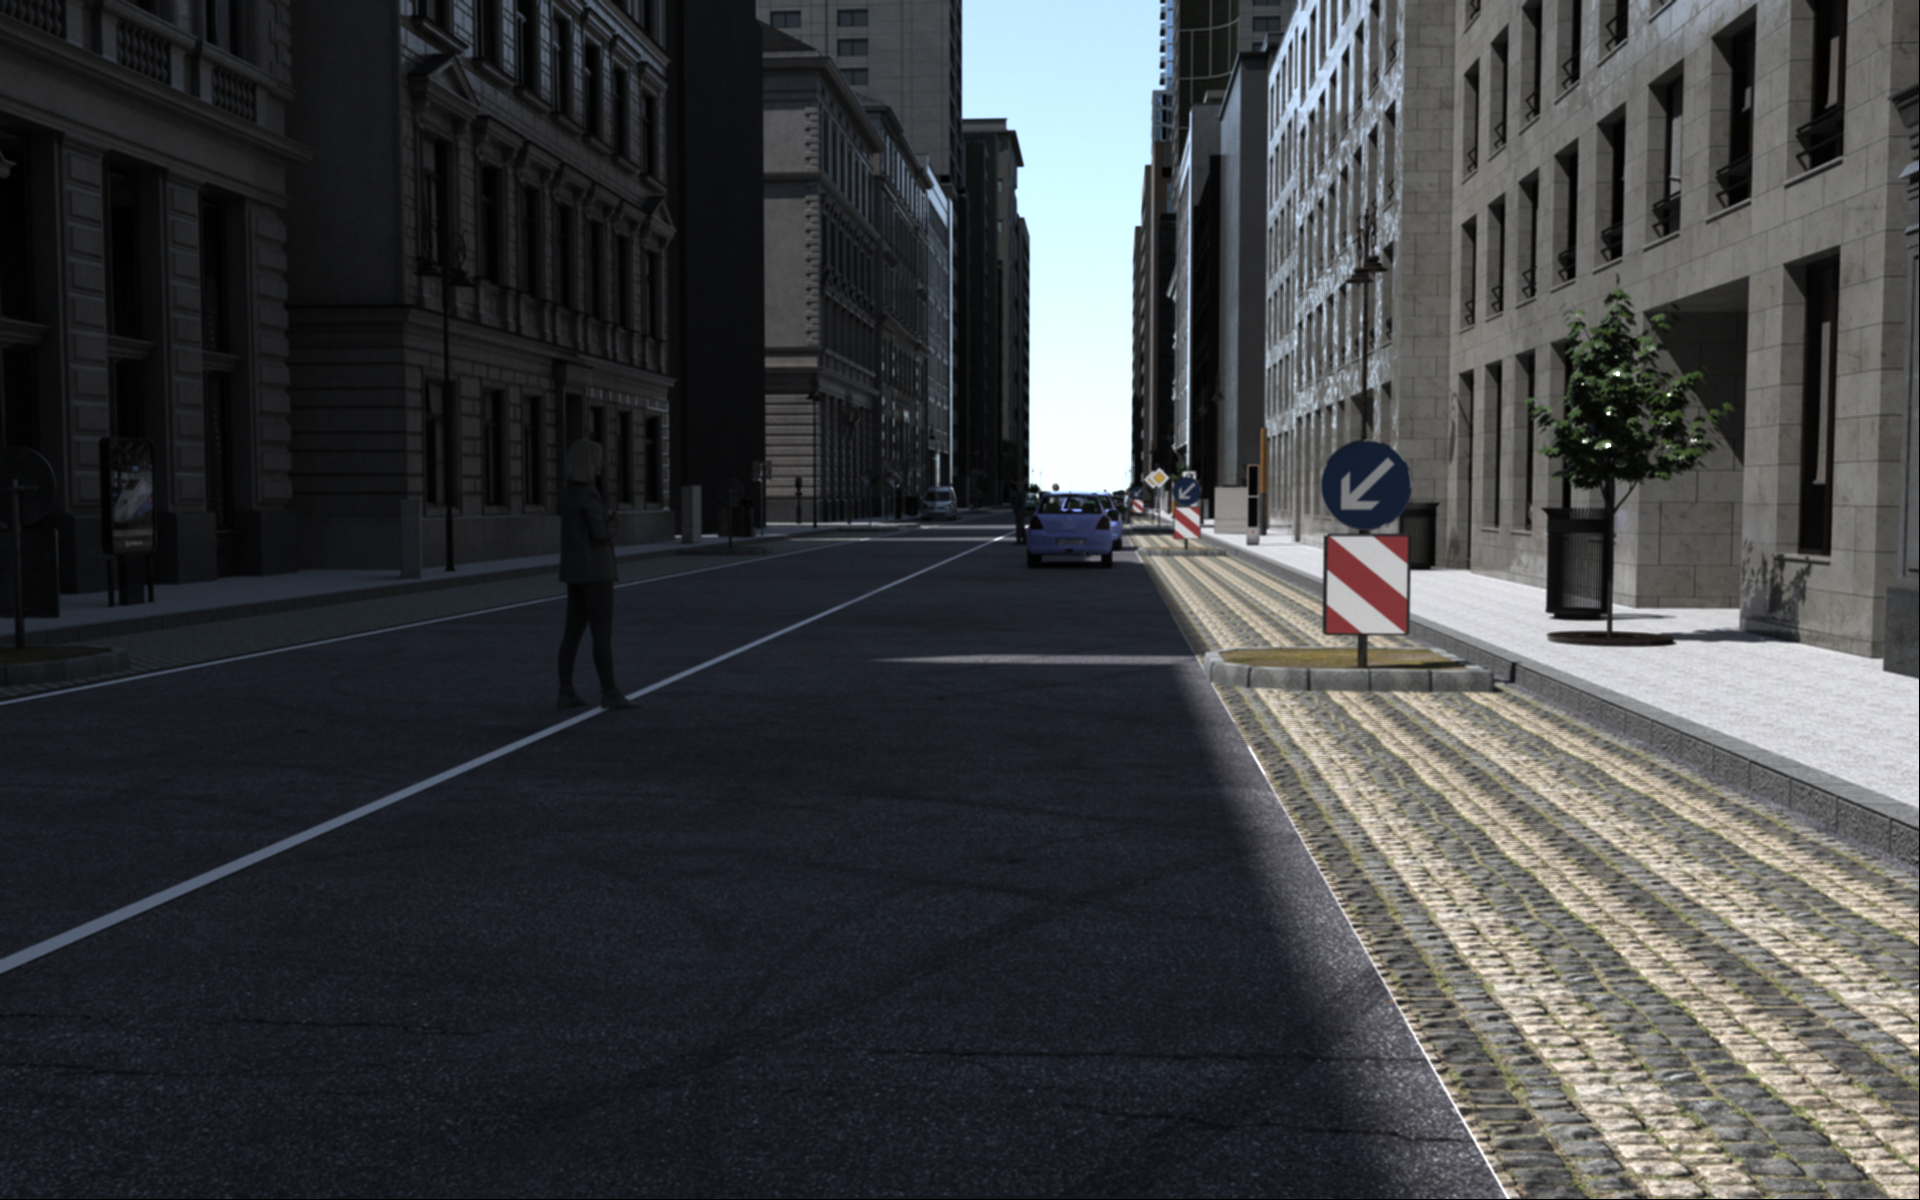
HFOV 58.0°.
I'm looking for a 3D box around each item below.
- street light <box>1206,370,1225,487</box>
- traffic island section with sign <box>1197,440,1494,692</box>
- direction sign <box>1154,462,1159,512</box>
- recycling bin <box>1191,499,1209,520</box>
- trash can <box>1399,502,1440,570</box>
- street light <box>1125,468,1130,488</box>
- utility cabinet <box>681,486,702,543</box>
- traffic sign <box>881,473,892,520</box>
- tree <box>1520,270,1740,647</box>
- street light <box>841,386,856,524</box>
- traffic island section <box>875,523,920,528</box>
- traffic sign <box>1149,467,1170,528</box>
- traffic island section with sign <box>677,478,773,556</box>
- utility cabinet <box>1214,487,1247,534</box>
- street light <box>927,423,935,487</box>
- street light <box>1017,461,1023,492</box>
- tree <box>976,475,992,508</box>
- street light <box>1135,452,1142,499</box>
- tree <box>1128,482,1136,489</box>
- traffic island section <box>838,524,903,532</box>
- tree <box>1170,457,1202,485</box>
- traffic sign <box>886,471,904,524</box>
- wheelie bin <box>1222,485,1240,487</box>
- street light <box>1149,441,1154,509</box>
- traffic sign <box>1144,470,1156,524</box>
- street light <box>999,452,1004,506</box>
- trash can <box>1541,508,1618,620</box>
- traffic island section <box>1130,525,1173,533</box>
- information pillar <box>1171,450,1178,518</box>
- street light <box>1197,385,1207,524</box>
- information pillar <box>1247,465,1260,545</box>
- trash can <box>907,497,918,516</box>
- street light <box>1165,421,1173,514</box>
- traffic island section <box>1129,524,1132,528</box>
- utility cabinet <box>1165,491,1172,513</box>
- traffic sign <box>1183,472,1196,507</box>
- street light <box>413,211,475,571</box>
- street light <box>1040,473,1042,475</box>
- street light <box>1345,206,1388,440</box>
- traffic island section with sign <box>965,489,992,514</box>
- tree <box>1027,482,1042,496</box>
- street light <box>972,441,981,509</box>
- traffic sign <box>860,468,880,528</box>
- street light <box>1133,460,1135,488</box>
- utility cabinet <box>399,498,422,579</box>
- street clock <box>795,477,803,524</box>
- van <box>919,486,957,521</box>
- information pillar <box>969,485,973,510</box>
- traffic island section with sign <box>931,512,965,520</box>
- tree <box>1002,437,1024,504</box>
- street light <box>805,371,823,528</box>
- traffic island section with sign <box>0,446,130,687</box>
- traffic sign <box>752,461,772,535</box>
[{"bbox_3d":[9.570,-5.609,64.491,0.468,5.910,1.993,0,4,5],"label":"street light"},{"bbox_3d":[2.922,-0.294,13.438,1.989,1.847,2.006,0,4,5],"label":"traffic island section with sign"},{"bbox_3d":[13.989,-8.019,123.101,0.379,3.537,0.876,-1,4,-12],"label":"direction sign"},{"bbox_3d":[12.106,-4.582,87.476,0.722,1.027,0.722,-1,4,-16],"label":"recycling bin"},{"bbox_3d":[7.788,-1.091,29.488,0.748,1.137,0.748,0,3,0],"label":"trash can"},{"bbox_3d":[26.402,-18.154,269.610,0.468,5.910,1.993,0,4,5],"label":"street light"},{"bbox_3d":[-7.026,-2.236,45.243,0.318,1.500,1.173,0,4,3],"label":"utility cabinet"},{"bbox_3d":[-3.564,-5.031,84.386,0.606,2.300,0.079,1,4,13],"label":"traffic sign"},{"bbox_3d":[5.529,-1.243,14.920,1.663,3.219,1.824,0,3,0],"label":"tree"},{"bbox_3d":[-4.761,-6.207,74.272,0.468,5.910,1.993,0,4,5],"label":"street light"},{"bbox_3d":[-2.795,-3.163,74.000,2.009,0.180,2.903,0,4,5],"label":"traffic island section"},{"bbox_3d":[7.480,-3.757,65.064,0.795,2.450,0.064,0,4,5],"label":"traffic sign"},{"bbox_3d":[-5.499,-1.983,41.053,1.989,1.847,2.006,0,4,5],"label":"traffic island section with sign"},{"bbox_3d":[8.786,-2.871,55.625,1.173,1.500,0.318,1,4,22],"label":"utility cabinet"},{"bbox_3d":[-1.785,-8.456,111.051,0.468,5.910,1.993,0,4,5],"label":"street light"},{"bbox_3d":[8.319,-15.942,233.439,0.468,5.910,1.993,0,4,5],"label":"street light"},{"bbox_3d":[1.877,-9.958,157.411,1.663,3.219,1.824,0,3,0],"label":"tree"},{"bbox_3d":[19.407,-13.053,186.203,0.468,5.910,1.993,0,4,5],"label":"street light"},{"bbox_3d":[24.706,-15.529,248.493,1.663,3.219,1.824,0,3,0],"label":"tree"},{"bbox_3d":[-3.450,-2.677,66.042,2.009,0.180,2.903,0,4,5],"label":"traffic island section"},{"bbox_3d":[11.700,-5.819,89.745,1.663,3.219,1.824,0,3,0],"label":"tree"},{"bbox_3d":[-2.771,-4.299,73.937,0.795,2.450,0.064,0,4,5],"label":"traffic sign"},{"bbox_3d":[9.680,-3.292,61.729,0.980,1.594,0.693,-1,4,-12],"label":"wheelie bin"},{"bbox_3d":[16.553,-10.807,149.476,0.468,5.910,1.993,0,4,5],"label":"street light"},{"bbox_3d":[8.135,-4.243,73.023,0.795,2.450,0.064,0,4,5],"label":"traffic sign"},{"bbox_3d":[4.442,-13.123,187.343,0.468,5.910,1.993,0,4,5],"label":"street light"},{"bbox_3d":[6.357,-0.377,17.812,0.748,1.137,0.748,0,3,0],"label":"trash can"},{"bbox_3d":[7.504,-2.621,65.140,2.009,0.180,2.903,0,4,5],"label":"traffic island section"},{"bbox_3d":[11.497,-6.194,92.624,0.183,3.616,0.504,3,4,36],"label":"information pillar"},{"bbox_3d":[10.298,-6.159,73.480,0.468,5.910,1.993,0,4,5],"label":"street light"},{"bbox_3d":[7.376,-2.388,43.542,0.304,2.012,0.304,1,4,12],"label":"information pillar"},{"bbox_3d":[-2.772,-5.465,101.002,0.748,1.137,0.748,0,3,0],"label":"trash can"},{"bbox_3d":[13.257,-8.379,109.778,0.468,5.910,1.993,0,4,5],"label":"street light"},{"bbox_3d":[8.159,-3.108,73.098,2.009,0.180,2.903,0,4,5],"label":"traffic island section"},{"bbox_3d":[14.153,-6.640,117.236,0.318,1.500,1.173,1,4,22],"label":"utility cabinet"},{"bbox_3d":[10.331,-4.642,78.024,0.606,2.300,0.079,1,4,9],"label":"traffic sign"},{"bbox_3d":[-8.492,-3.418,28.673,0.468,5.910,1.993,0,4,5],"label":"street light"},{"bbox_3d":[14.279,-20.392,306.198,0.468,5.910,1.993,0,4,5],"label":"street light"},{"bbox_3d":[6.581,-3.388,28.182,0.468,5.910,1.993,0,4,5],"label":"street light"},{"bbox_3d":[1.277,-7.035,123.653,1.989,1.847,2.006,0,4,5],"label":"traffic island section with sign"},{"bbox_3d":[12.126,-17.388,278.890,1.663,3.219,1.824,0,3,0],"label":"tree"},{"bbox_3d":[1.561,-10.873,150.568,0.468,5.910,1.993,0,4,5],"label":"street light"},{"bbox_3d":[-3.426,-3.813,65.979,0.795,2.450,0.064,0,4,5],"label":"traffic sign"},{"bbox_3d":[22.567,-15.315,223.182,0.468,5.910,1.993,0,4,5],"label":"street light"},{"bbox_3d":[-8.431,-0.943,26.580,0.306,1.237,1.020,-1,4,-16],"label":"utility cabinet"},{"bbox_3d":[-6.977,-4.304,74.948,0.358,2.002,0.471,0,4,4],"label":"street clock"},{"bbox_3d":[-1.100,-5.180,91.707,2.013,2.044,4.112,0,4,4],"label":"van"},{"bbox_3d":[0.904,-8.218,138.854,0.304,2.012,0.304,-1,4,-11],"label":"information pillar"},{"bbox_3d":[-0.911,-5.392,96.786,1.989,1.847,2.006,0,4,5],"label":"traffic island section with sign"},{"bbox_3d":[6.226,-16.379,218.161,4.360,8.622,3.978,0,3,0],"label":"tree"},{"bbox_3d":[-5.468,-5.650,65.159,0.468,5.910,1.993,0,4,5],"label":"street light"},{"bbox_3d":[-7.758,-0.305,13.613,1.989,1.847,2.006,0,4,5],"label":"traffic island section with sign"},{"bbox_3d":[-6.120,-3.143,53.520,0.606,2.300,0.079,0,4,7],"label":"traffic sign"}]
